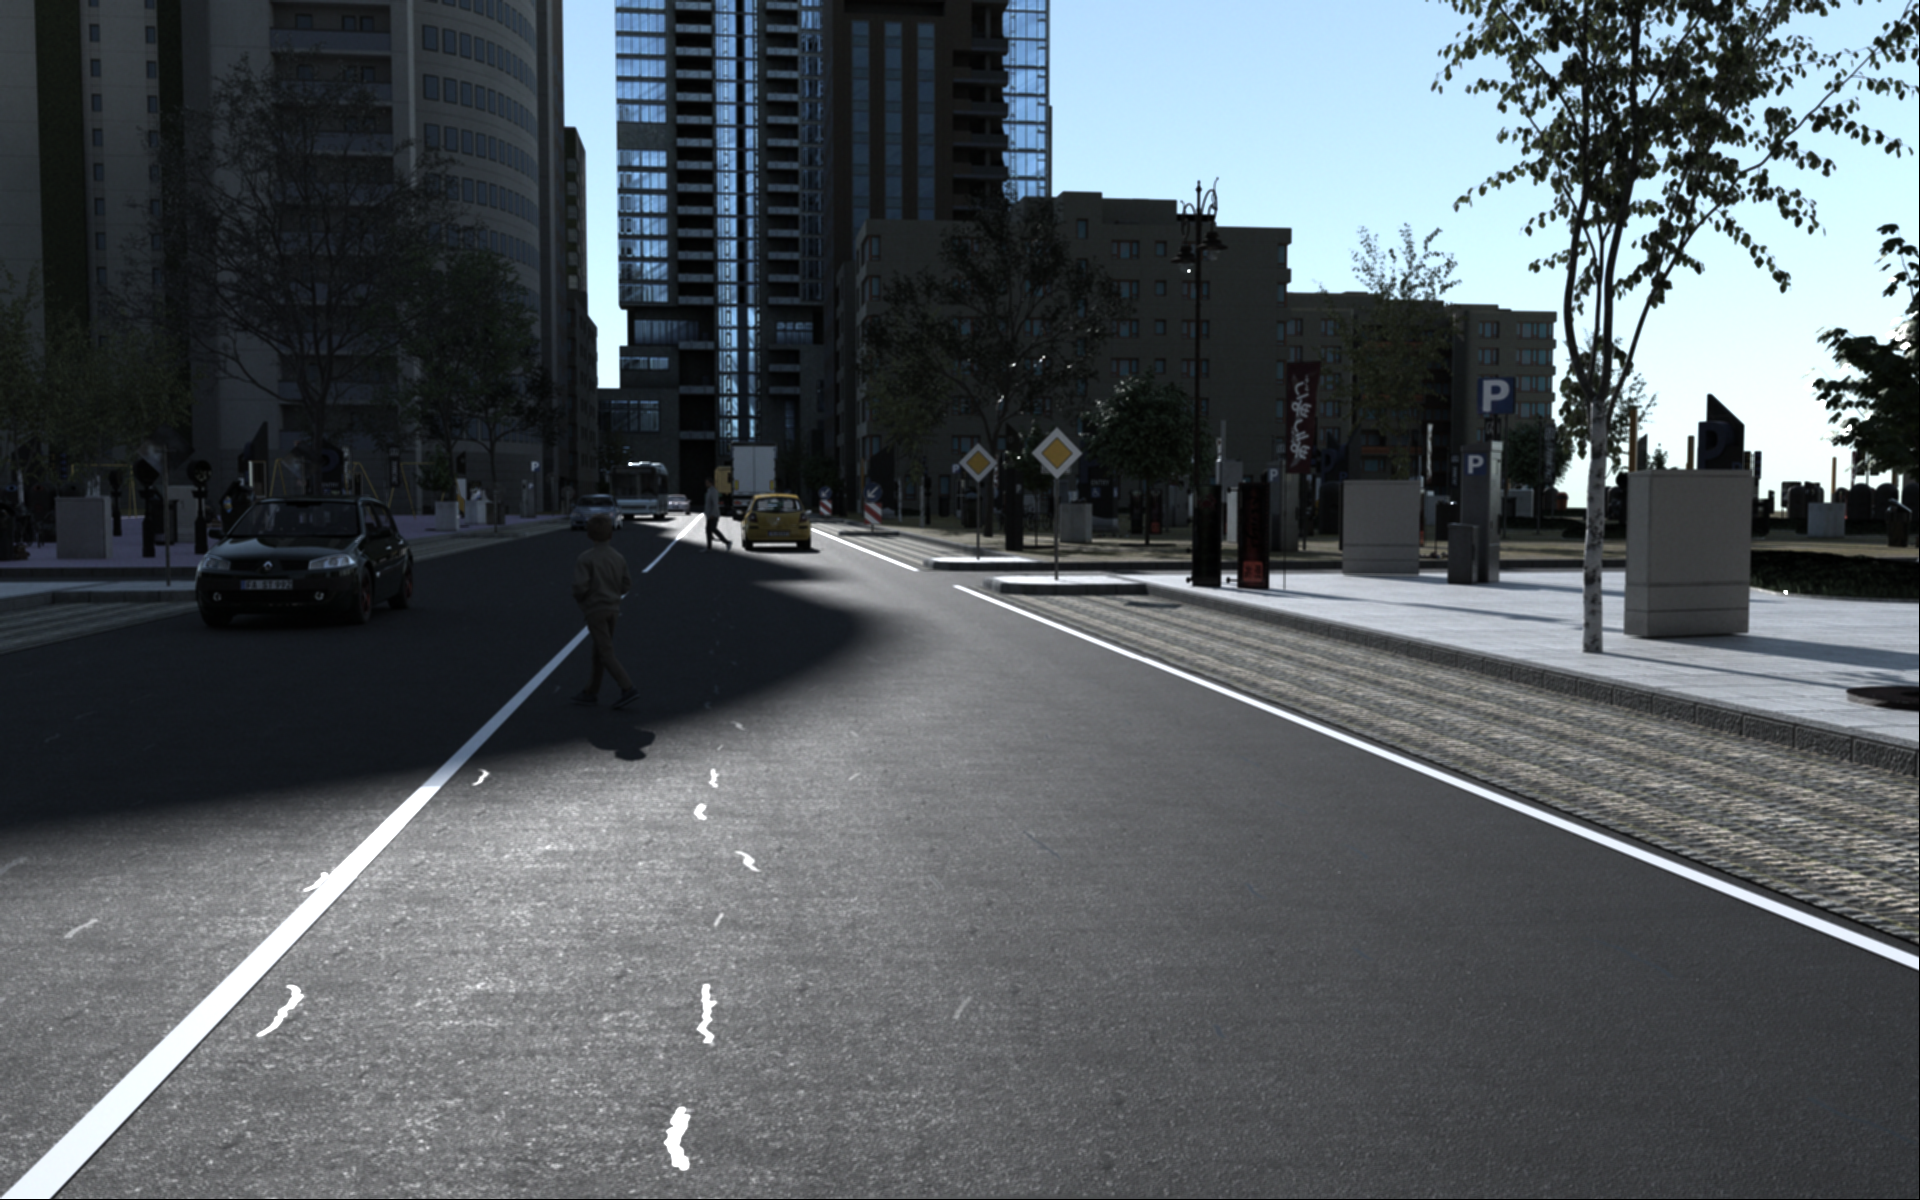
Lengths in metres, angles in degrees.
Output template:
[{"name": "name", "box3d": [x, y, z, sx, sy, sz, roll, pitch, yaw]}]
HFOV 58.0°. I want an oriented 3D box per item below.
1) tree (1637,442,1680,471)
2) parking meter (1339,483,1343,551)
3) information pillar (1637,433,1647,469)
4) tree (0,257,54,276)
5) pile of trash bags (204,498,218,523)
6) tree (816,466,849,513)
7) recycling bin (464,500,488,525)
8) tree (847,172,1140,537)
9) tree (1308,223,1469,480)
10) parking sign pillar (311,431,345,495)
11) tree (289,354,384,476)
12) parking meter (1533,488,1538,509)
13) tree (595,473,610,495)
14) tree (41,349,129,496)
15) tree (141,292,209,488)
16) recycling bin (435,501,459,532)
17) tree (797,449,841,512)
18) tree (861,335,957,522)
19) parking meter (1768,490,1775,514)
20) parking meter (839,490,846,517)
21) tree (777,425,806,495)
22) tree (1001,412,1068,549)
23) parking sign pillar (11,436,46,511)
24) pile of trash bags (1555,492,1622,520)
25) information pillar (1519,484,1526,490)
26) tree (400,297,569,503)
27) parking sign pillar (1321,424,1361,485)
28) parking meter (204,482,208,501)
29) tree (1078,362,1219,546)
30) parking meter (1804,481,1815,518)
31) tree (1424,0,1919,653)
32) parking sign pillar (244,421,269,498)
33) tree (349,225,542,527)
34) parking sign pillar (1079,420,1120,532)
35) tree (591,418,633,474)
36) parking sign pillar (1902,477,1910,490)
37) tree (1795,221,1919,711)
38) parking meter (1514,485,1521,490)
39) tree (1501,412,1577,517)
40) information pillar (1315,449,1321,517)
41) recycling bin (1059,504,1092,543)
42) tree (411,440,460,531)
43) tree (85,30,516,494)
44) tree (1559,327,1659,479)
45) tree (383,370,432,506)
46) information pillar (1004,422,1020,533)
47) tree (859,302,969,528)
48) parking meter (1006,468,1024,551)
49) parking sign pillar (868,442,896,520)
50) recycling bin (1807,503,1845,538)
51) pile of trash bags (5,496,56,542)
[{"name": "tree", "box3d": [26.163, -4.296, 64.843, 1.663, 3.219, 1.824, 0, 3, 0]}, {"name": "parking meter", "box3d": [8.806, -1.892, 39.350, 0.372, 1.533, 0.369, 0, 3, 0]}, {"name": "information pillar", "box3d": [26.255, -4.617, 66.842, 0.504, 3.616, 0.183, 0, 4, 0]}, {"name": "tree", "box3d": [-28.840, -6.306, 53.471, 4.737, 8.622, 4.395, 0, 3, 0]}, {"name": "pile of trash bags", "box3d": [-35.066, -4.165, 77.845, 3.447, 1.369, 1.912, 1, 4, 18]}, {"name": "tree", "box3d": [-8.537, -7.472, 116.774, 1.663, 3.219, 1.824, 0, 3, 0]}, {"name": "recycling bin", "box3d": [-20.345, -3.689, 72.875, 0.722, 1.027, 0.722, 2, 4, 28]}, {"name": "tree", "box3d": [0.843, -7.142, 51.183, 8.767, 10.594, 7.601, 0, 4, -4]}, {"name": "tree", "box3d": [11.602, -5.870, 46.339, 4.737, 8.622, 4.395, 0, 3, 0]}, {"name": "parking sign pillar", "box3d": [-27.024, -5.232, 74.014, 1.447, 3.967, 1.447, 0, 4, -3]}, {"name": "tree", "box3d": [-33.215, -8.568, 90.449, 4.360, 8.622, 3.978, 0, 3, 0]}, {"name": "parking meter", "box3d": [33.444, -5.803, 100.582, 0.399, 1.863, 0.255, 3, 5, 39]}, {"name": "tree", "box3d": [-32.004, -9.838, 155.452, 1.663, 3.219, 1.824, 0, 3, 0]}, {"name": "tree", "box3d": [-43.548, -8.339, 86.705, 4.360, 8.622, 3.978, 0, 3, 0]}, {"name": "tree", "box3d": [-29.179, -6.840, 62.192, 4.737, 8.622, 4.395, 0, 3, 0]}, {"name": "recycling bin", "box3d": [-17.619, -2.872, 59.516, 0.722, 1.027, 0.722, -1, 4, -9]}, {"name": "tree", "box3d": [-10.247, -8.721, 126.303, 4.285, 4.588, 4.351, 0, 3, 0]}, {"name": "tree", "box3d": [-2.559, -7.903, 79.570, 4.360, 8.622, 3.978, 0, 3, 0]}, {"name": "parking meter", "box3d": [52.425, -6.330, 111.913, 0.372, 1.533, 0.369, 0, 3, 0]}, {"name": "parking meter", "box3d": [-6.699, -5.526, 98.757, 0.372, 1.533, 0.369, 0, 3, 0]}, {"name": "tree", "box3d": [-17.777, -14.340, 184.828, 4.737, 8.622, 4.395, 0, 3, 0]}, {"name": "tree", "box3d": [1.766, -2.848, 41.168, 1.663, 3.219, 1.824, 0, 3, 0]}, {"name": "parking sign pillar", "box3d": [-41.450, -5.420, 77.083, 1.447, 3.967, 1.447, 0, 4, 2]}, {"name": "pile of trash bags", "box3d": [31.366, -4.664, 86.006, 3.447, 1.369, 1.912, 1, 4, 23]}, {"name": "information pillar", "box3d": [35.725, -7.254, 109.956, 0.504, 3.616, 0.183, 1, 4, 16]}, {"name": "tree", "box3d": [-20.580, -8.634, 75.573, 7.601, 10.594, 8.767, 0, 4, -4]}, {"name": "parking sign pillar", "box3d": [14.815, -4.734, 65.880, 1.447, 3.967, 1.447, 2, 4, 33]}, {"name": "parking meter", "box3d": [-37.718, -4.931, 86.335, 0.399, 1.863, 0.255, 2, 4, 30]}, {"name": "tree", "box3d": [4.724, -3.626, 43.005, 4.285, 4.588, 4.351, 0, 3, 0]}, {"name": "parking meter", "box3d": [39.038, -4.520, 79.611, 0.255, 1.863, 0.399, -2, 4, -26]}, {"name": "tree", "box3d": [5.373, -3.882, 13.841, 4.360, 8.622, 3.978, 0, 3, 0]}, {"name": "parking sign pillar", "box3d": [-25.848, -4.597, 63.627, 1.447, 3.967, 1.447, 0, 4, -1]}, {"name": "tree", "box3d": [-19.911, -8.651, 67.194, 9.928, 11.665, 9.643, 0, 3, 0]}, {"name": "parking sign pillar", "box3d": [4.683, -4.288, 58.577, 1.447, 3.967, 1.447, 2, 4, 31]}, {"name": "tree", "box3d": [-32.832, -13.084, 164.287, 4.737, 8.622, 4.395, 0, 3, 0]}, {"name": "parking sign pillar", "box3d": [52.810, -6.575, 95.974, 1.447, 3.967, 1.447, 0, 4, -2]}, {"name": "tree", "box3d": [6.024, -0.982, 10.654, 1.663, 3.219, 1.824, 0, 3, 0]}, {"name": "parking meter", "box3d": [34.049, -6.121, 105.781, 0.399, 1.863, 0.255, 0, 4, 2]}, {"name": "tree", "box3d": [23.152, -5.268, 69.840, 4.285, 4.588, 4.351, 0, 3, 0]}, {"name": "information pillar", "box3d": [18.224, -5.886, 87.588, 0.504, 3.616, 0.183, 1, 4, 20]}, {"name": "recycling bin", "box3d": [3.057, -2.026, 45.678, 0.722, 1.027, 0.722, 1, 4, 19]}, {"name": "tree", "box3d": [-18.342, -4.080, 61.306, 1.663, 3.219, 1.824, 0, 3, 0]}, {"name": "tree", "box3d": [-17.175, -8.297, 46.020, 12.009, 13.543, 11.850, 0, 3, 0]}, {"name": "tree", "box3d": [28.212, -7.682, 75.962, 4.737, 8.622, 4.395, 0, 3, 0]}, {"name": "tree", "box3d": [-32.309, -9.027, 97.953, 4.360, 8.622, 3.978, 0, 3, 0]}, {"name": "information pillar", "box3d": [1.713, -3.989, 56.575, 0.504, 3.616, 0.183, -1, 4, -20]}, {"name": "tree", "box3d": [-1.677, -7.026, 65.246, 4.737, 8.622, 4.395, 0, 3, 0]}, {"name": "parking meter", "box3d": [1.237, -2.048, 39.201, 0.255, 1.863, 0.399, 3, 5, 40]}, {"name": "parking sign pillar", "box3d": [-3.990, -6.079, 87.856, 1.447, 3.967, 1.447, -1, 4, -21]}, {"name": "recycling bin", "box3d": [25.269, -2.322, 50.522, 0.722, 1.027, 0.722, -1, 4, -14]}, {"name": "pile of trash bags", "box3d": [-25.427, -2.251, 46.558, 3.447, 1.369, 1.912, 0, 4, -1]}]
